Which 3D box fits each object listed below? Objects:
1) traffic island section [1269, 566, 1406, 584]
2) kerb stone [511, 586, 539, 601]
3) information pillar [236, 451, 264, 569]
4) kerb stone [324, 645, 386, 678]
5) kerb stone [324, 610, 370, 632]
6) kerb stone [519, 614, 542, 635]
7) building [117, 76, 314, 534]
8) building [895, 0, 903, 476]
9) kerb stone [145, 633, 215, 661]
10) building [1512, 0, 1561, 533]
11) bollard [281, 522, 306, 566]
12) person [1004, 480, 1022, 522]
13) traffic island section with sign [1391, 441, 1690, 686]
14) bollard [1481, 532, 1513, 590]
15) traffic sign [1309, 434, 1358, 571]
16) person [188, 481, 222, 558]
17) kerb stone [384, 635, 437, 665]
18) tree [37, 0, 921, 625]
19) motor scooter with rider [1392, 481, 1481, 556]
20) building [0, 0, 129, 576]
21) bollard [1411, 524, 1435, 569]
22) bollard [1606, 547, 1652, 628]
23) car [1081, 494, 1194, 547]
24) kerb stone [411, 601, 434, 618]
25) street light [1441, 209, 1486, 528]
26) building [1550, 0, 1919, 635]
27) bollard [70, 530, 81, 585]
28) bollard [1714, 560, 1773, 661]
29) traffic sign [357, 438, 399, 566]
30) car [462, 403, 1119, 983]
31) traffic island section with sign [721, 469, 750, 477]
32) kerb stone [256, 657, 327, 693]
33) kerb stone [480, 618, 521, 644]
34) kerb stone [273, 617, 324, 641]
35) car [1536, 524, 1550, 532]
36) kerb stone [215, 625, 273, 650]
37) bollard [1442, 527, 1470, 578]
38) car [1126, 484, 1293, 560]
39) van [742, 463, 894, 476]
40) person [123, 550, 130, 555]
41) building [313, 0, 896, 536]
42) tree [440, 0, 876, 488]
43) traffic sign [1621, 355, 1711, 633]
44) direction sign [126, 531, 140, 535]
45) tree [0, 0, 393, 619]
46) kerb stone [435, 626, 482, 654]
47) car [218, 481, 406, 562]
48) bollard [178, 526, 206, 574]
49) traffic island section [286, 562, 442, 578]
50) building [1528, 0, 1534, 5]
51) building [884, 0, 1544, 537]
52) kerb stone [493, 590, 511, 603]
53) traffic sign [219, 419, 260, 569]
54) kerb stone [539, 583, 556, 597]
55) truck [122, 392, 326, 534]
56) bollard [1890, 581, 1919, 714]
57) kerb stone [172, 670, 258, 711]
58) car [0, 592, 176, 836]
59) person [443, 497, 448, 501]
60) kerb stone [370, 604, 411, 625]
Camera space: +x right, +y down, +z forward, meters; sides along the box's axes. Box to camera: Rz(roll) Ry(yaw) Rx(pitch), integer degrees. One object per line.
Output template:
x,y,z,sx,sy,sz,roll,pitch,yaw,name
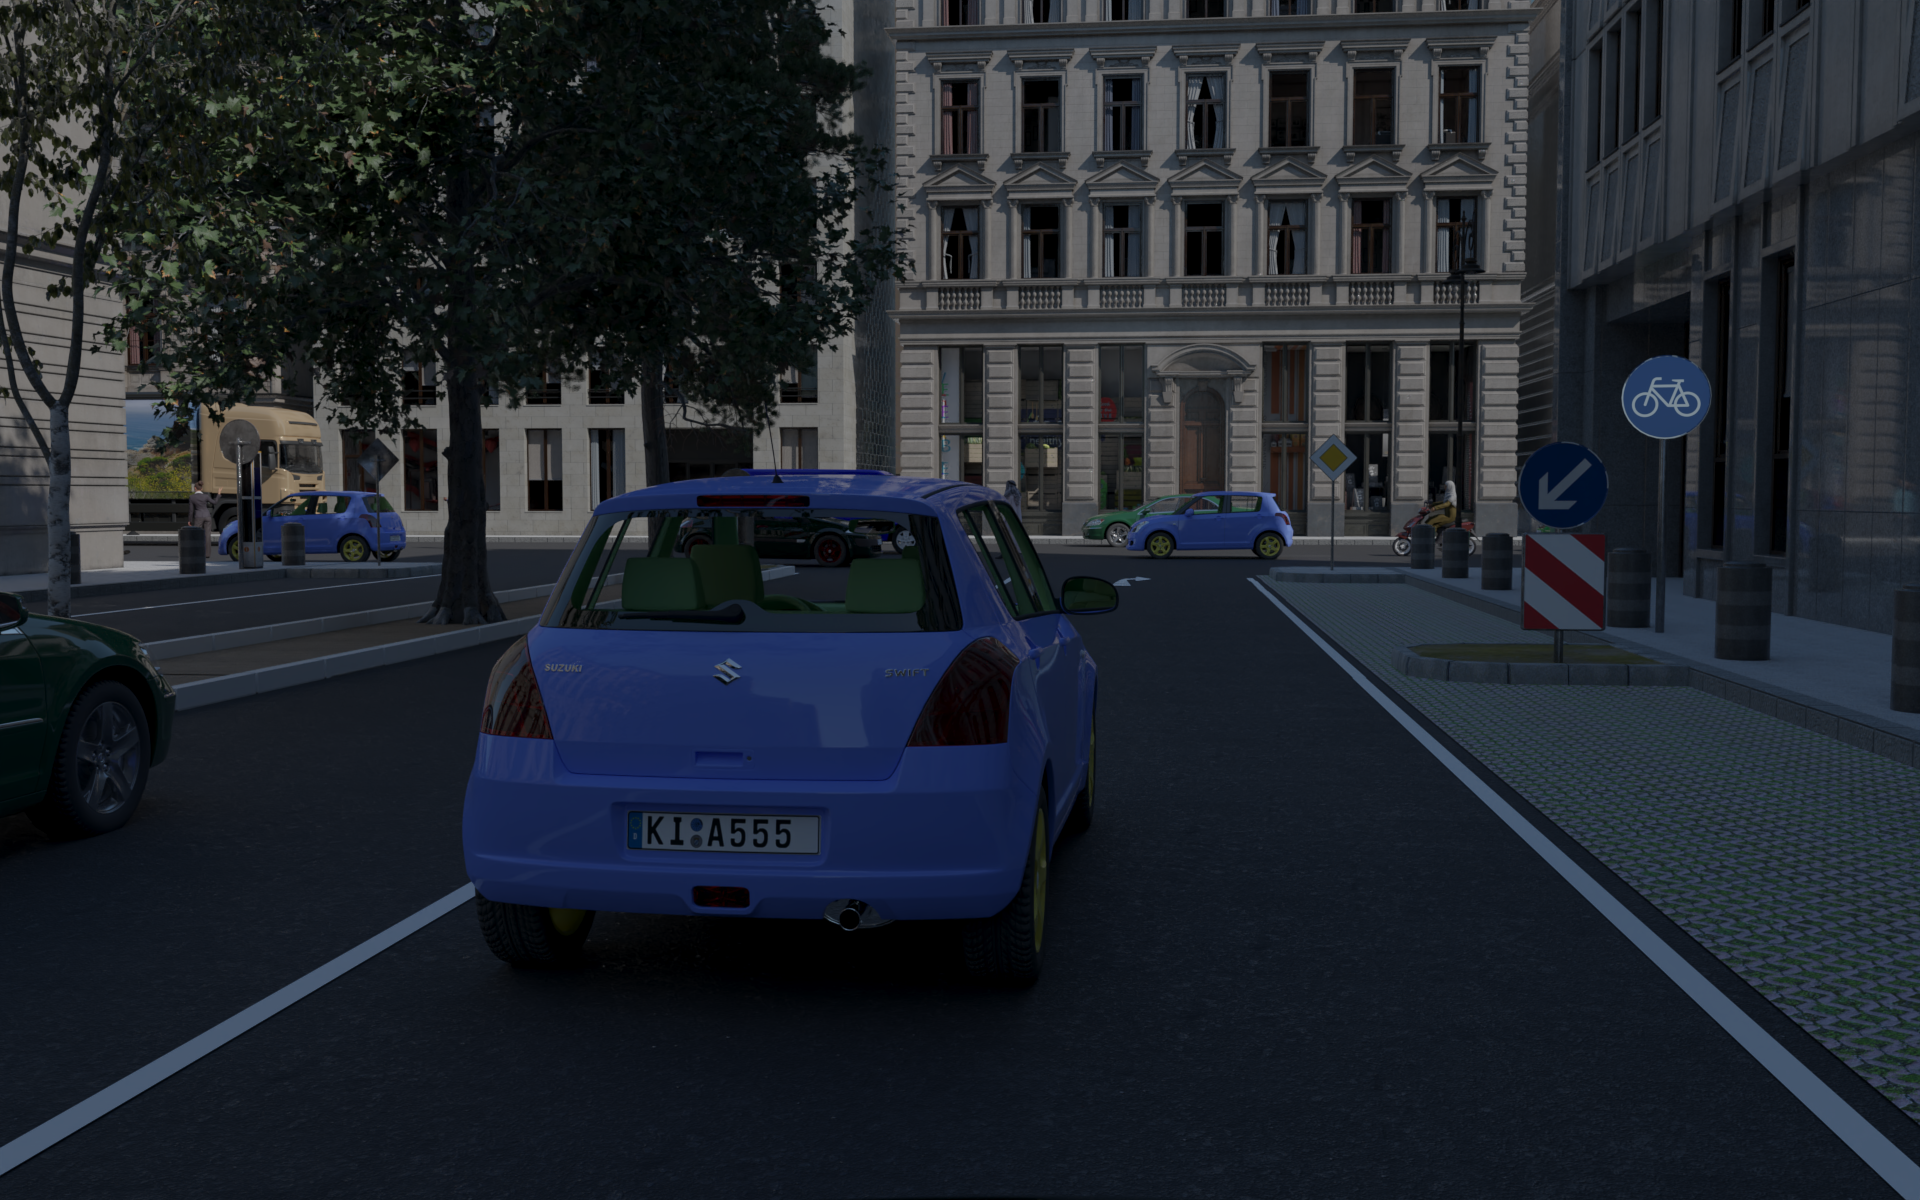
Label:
6.268,-0.417,29.097,2.009,0.180,2.903,0,4,6,traffic island section
-5.967,-0.069,23.419,0.120,0.150,1.000,0,4,6,kerb stone
-12.188,-1.543,29.724,0.304,2.012,0.304,0,4,5,information pillar
-4.931,0.503,13.969,0.120,0.150,1.000,0,4,6,kerb stone
-6.549,0.238,18.312,0.120,0.150,1.000,0,4,6,kerb stone
-4.468,0.253,18.057,0.120,0.150,1.000,0,4,6,kerb stone
-30.054,-11.947,59.959,19.286,19.102,10.561,0,4,6,building
-9.858,-29.239,128.176,14.600,45.320,14.200,0,4,6,building
-6.903,0.426,15.233,0.120,0.150,1.000,0,4,6,kerb stone
30.063,-13.050,55.173,24.055,21.916,13.314,0,4,6,building
-12.000,-1.007,31.174,0.404,0.777,0.398,0,3,0,bollard
1.123,-1.779,38.259,0.621,1.740,0.551,2,4,26,person
4.534,-0.320,13.861,1.989,1.847,2.006,0,4,6,traffic island section with sign
7.211,-0.522,23.251,0.404,0.777,0.398,0,3,0,bollard
6.244,-1.552,29.023,0.795,2.450,0.064,0,4,6,traffic sign
-16.925,-1.805,38.823,0.445,1.727,0.742,2,4,29,person
-4.812,0.441,14.986,0.120,0.150,1.000,0,4,6,kerb stone
-5.489,-6.091,19.056,9.611,12.733,9.660,0,3,0,tree
10.952,-1.885,39.778,1.986,1.779,0.876,0,4,7,motor scooter with rider
-24.818,-11.593,25.706,21.152,22.565,11.583,0,4,6,building
7.953,-0.920,29.755,0.404,0.777,0.398,0,3,0,bollard
6.469,-0.124,16.746,0.404,0.777,0.398,0,3,0,bollard
5.770,-2.168,47.244,4.920,1.459,2.131,0,4,5,car
-6.316,0.113,20.352,0.120,0.150,1.000,0,4,6,kerb stone
8.211,-3.401,28.397,0.468,5.910,1.993,0,4,6,street light
14.291,-12.139,16.494,12.078,24.808,19.932,0,4,6,building
-12.741,-0.608,24.653,0.404,0.777,0.398,0,3,0,bollard
6.098,0.076,13.482,0.404,0.777,0.398,0,3,0,bollard
-10.390,-1.669,30.932,0.795,2.450,0.064,0,4,6,traffic sign
-0.398,0.192,6.459,1.945,1.707,3.694,0,4,8,car
-4.090,-1.369,30.514,2.006,1.907,1.989,0,4,6,traffic island section with sign
-5.047,0.566,12.942,0.120,0.150,1.000,0,4,6,kerb stone
-4.583,0.316,17.033,0.120,0.150,1.000,0,4,6,kerb stone
-6.665,0.301,17.280,0.120,0.150,1.000,0,4,6,kerb stone
16.824,-2.097,43.081,4.718,1.807,1.959,0,4,7,car
-6.779,0.364,16.250,0.120,0.150,1.000,0,4,6,kerb stone
7.583,-0.721,26.501,0.404,0.777,0.398,0,3,0,bollard
5.568,-1.783,38.749,3.694,1.707,1.945,0,4,5,car
-2.930,-2.301,42.004,5.245,2.365,2.240,0,4,6,van
-20.095,-1.482,41.019,0.859,0.850,0.655,-3,4,-36,person
-11.250,-12.427,57.935,16.860,20.320,10.420,0,4,6,building
-4.853,-6.288,27.322,6.751,12.117,7.091,0,3,0,tree
6.481,-0.970,15.962,0.768,2.556,0.104,1,4,15,traffic sign
-25.829,-3.791,53.988,0.379,3.537,0.876,-3,4,-36,direction sign
-6.169,-3.614,11.916,4.360,8.622,3.978,0,3,0,tree
-4.697,0.379,16.004,0.120,0.150,1.000,0,4,6,kerb stone
-13.497,-1.618,36.041,3.694,1.707,1.945,0,4,6,car
-12.372,-0.806,27.903,0.404,0.777,0.398,0,3,0,bollard
-10.415,-0.533,30.997,2.009,0.180,2.903,0,4,6,traffic island section
34.886,-31.873,140.739,23.786,49.044,30.456,0,4,6,building
7.841,-13.910,56.311,19.941,23.489,11.050,0,4,6,building
-6.083,-0.011,22.397,0.120,0.150,1.000,0,4,6,kerb stone
-12.260,-1.796,29.475,0.768,2.556,0.104,1,4,11,traffic sign
-5.849,-0.131,24.450,0.120,0.150,1.000,0,4,6,kerb stone
-23.035,-3.662,48.789,11.283,4.237,2.839,0,4,7,truck
5.730,0.274,10.232,0.404,0.777,0.398,0,3,0,bollard
-5.164,0.628,11.921,0.120,0.150,1.000,0,4,6,kerb stone
-4.599,0.358,5.949,2.131,1.459,4.920,0,4,5,car
-13.194,-2.211,45.343,0.600,1.739,0.565,-3,5,-41,person
-6.432,0.175,19.334,0.120,0.150,1.000,0,4,6,kerb stone
